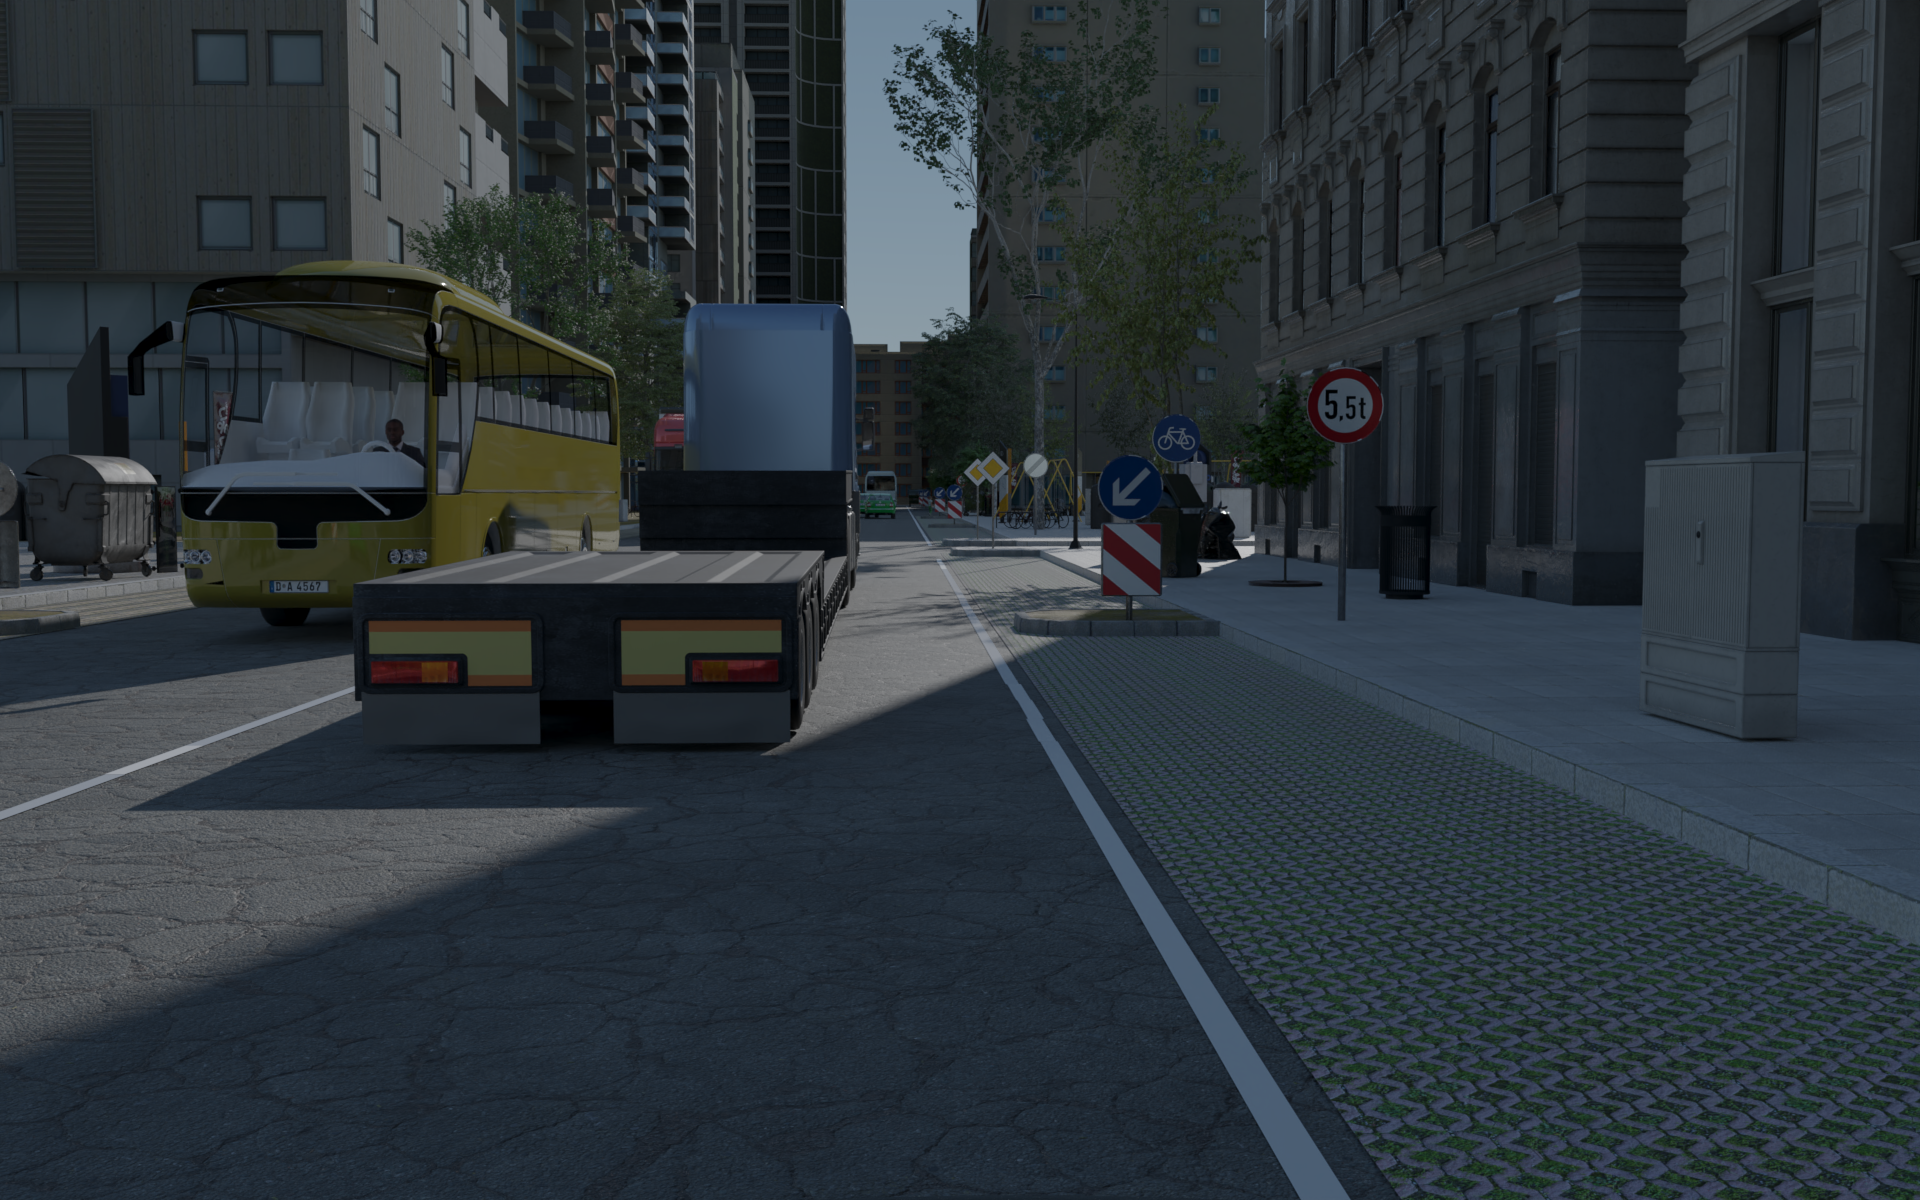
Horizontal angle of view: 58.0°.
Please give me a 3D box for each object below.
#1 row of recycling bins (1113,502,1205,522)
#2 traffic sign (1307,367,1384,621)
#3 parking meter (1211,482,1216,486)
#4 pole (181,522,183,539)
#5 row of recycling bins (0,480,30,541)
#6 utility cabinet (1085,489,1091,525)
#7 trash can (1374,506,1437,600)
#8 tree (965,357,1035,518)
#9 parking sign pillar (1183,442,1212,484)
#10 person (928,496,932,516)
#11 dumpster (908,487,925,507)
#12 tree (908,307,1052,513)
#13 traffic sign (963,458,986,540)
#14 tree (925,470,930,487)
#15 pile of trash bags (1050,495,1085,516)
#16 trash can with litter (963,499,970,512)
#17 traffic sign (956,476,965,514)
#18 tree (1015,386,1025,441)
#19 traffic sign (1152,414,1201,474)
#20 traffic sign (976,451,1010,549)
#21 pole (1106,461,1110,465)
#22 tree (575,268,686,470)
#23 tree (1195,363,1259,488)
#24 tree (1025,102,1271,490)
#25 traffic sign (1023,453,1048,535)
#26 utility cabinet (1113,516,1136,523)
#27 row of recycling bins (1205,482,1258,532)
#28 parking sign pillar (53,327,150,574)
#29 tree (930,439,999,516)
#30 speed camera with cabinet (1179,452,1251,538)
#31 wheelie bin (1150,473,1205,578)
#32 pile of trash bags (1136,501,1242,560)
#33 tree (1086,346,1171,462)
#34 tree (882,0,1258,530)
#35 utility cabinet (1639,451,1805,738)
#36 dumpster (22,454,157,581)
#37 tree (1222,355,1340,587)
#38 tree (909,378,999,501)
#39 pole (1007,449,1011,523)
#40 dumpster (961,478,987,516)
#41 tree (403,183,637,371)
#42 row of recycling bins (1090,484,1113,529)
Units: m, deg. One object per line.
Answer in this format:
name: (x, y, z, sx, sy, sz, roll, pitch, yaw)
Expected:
row of recycling bins: (7.428, -3.354, 61.944, 3.534, 1.692, 1.069, 0, 4, -7)
traffic sign: (3.870, -1.063, 17.488, 0.768, 2.556, 0.104, 0, 4, 3)
parking meter: (12.195, -4.787, 83.977, 0.255, 1.863, 0.399, 3, 4, 39)
pole: (-21.833, -3.358, 48.740, 0.158, 3.312, 0.155, 0, 3, 0)
row of recycling bins: (-24.610, -2.465, 47.422, 3.534, 1.692, 1.069, 0, 4, -3)
utility cabinet: (5.406, -3.862, 71.828, 0.318, 1.500, 1.173, 1, 4, 10)
trash can: (5.460, -0.587, 21.245, 0.748, 1.137, 0.748, 0, 3, 0)
tree: (2.123, -8.766, 93.684, 4.360, 8.622, 3.978, 0, 3, 0)
parking sign pillar: (10.316, -5.315, 75.378, 1.447, 3.967, 1.447, -3, 5, -41)
person: (-1.911, -5.985, 110.595, 0.306, 1.304, 0.590, 1, 4, 15)
dumpster: (-4.926, -11.815, 198.124, 1.985, 2.255, 1.502, 0, 4, -3)
tree: (1.137, -12.947, 118.346, 9.857, 13.997, 8.962, 0, 3, 0)
traffic sign: (0.494, -2.756, 48.702, 0.795, 2.450, 0.064, 0, 4, -2)
tree: (-1.121, -11.021, 163.902, 4.285, 4.588, 4.351, 0, 3, 0)
pile of trash bags: (6.485, -5.649, 102.105, 1.912, 1.369, 3.447, 1, 4, 17)
trash can with litter: (0.705, -6.892, 124.066, 1.055, 1.170, 0.624, 0, 4, 3)
traffic sign: (0.158, -6.767, 110.743, 0.768, 2.556, 0.104, 0, 4, 7)
tree: (5.267, -9.669, 108.447, 4.737, 8.622, 4.395, 0, 3, 0)
traffic sign: (3.459, -1.690, 27.736, 0.768, 2.556, 0.104, 0, 4, 8)
traffic sign: (0.774, -2.268, 40.721, 0.795, 2.450, 0.064, 0, 4, -2)
pole: (9.032, -6.852, 105.873, 0.158, 3.312, 0.155, 0, 3, 0)
tree: (-16.086, -10.357, 87.469, 7.486, 12.596, 7.792, 0, 3, 0)
tree: (15.285, -9.045, 98.240, 4.360, 8.622, 3.978, 0, 3, 0)
tree: (3.634, -4.986, 31.884, 4.737, 8.622, 4.395, 0, 3, 0)
traffic sign: (2.360, -3.298, 54.029, 0.768, 2.556, 0.104, 0, 4, 2)
utility cabinet: (3.124, -1.487, 32.987, 0.318, 1.500, 1.173, 1, 4, 12)
row of recycling bins: (10.351, -3.188, 59.243, 3.534, 1.692, 1.069, -1, 4, -10)
parking sign pillar: (-14.179, -2.449, 28.512, 1.447, 3.967, 1.447, 3, 5, 40)
tree: (1.102, -7.332, 103.590, 4.285, 4.588, 4.351, 0, 3, 0)
speed camera with cabinet: (7.470, -3.446, 50.685, 2.038, 3.252, 0.660, -1, 4, -12)
wheelie bin: (3.292, -1.149, 26.700, 0.693, 1.594, 0.980, 3, 5, 44)
pile of trash bags: (4.476, -1.556, 35.196, 1.912, 1.369, 3.447, 0, 4, -5)
tree: (8.021, -8.188, 84.241, 4.360, 8.622, 3.978, 0, 3, 0)
tree: (4.136, -12.563, 61.292, 12.611, 20.169, 13.585, 0, 3, 0)
utility cabinet: (4.136, -0.050, 9.491, 0.318, 1.500, 1.173, 0, 4, -4)
dumpster: (-13.115, -1.246, 26.134, 1.264, 1.857, 1.865, 0, 4, -2)
tree: (4.561, -1.823, 24.402, 1.663, 3.219, 1.824, 0, 3, 0)
tree: (0.127, -11.884, 128.709, 8.767, 10.594, 7.601, 0, 4, 8)
pole: (2.208, -5.133, 77.760, 0.158, 3.312, 0.155, 0, 3, 0)
dumpster: (0.806, -5.977, 100.224, 1.502, 2.255, 1.985, 0, 4, -2)
tree: (-14.748, -8.022, 56.915, 9.928, 11.665, 9.643, 0, 3, 0)
row of recycling bins: (5.984, -3.525, 64.742, 1.069, 1.692, 3.534, 3, 4, 37)
